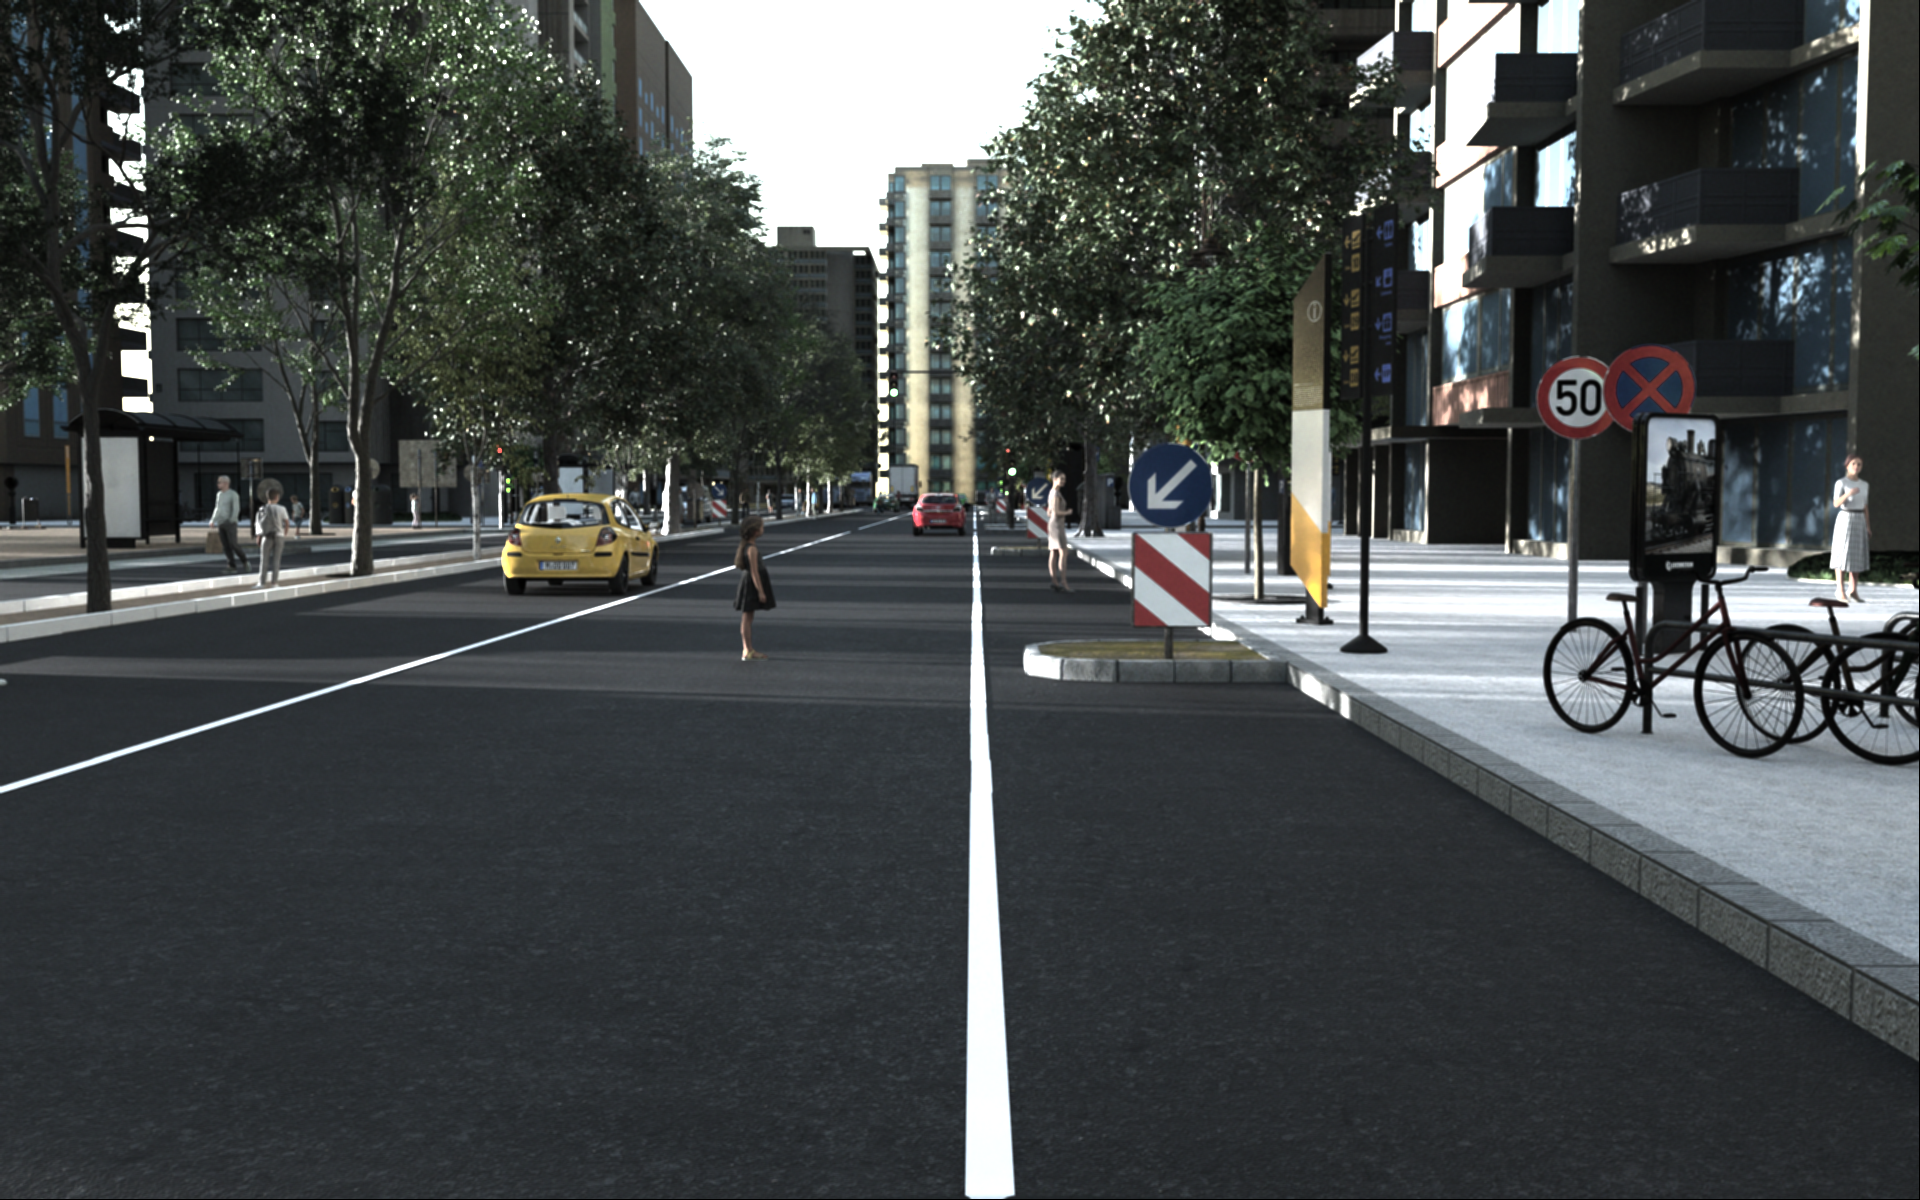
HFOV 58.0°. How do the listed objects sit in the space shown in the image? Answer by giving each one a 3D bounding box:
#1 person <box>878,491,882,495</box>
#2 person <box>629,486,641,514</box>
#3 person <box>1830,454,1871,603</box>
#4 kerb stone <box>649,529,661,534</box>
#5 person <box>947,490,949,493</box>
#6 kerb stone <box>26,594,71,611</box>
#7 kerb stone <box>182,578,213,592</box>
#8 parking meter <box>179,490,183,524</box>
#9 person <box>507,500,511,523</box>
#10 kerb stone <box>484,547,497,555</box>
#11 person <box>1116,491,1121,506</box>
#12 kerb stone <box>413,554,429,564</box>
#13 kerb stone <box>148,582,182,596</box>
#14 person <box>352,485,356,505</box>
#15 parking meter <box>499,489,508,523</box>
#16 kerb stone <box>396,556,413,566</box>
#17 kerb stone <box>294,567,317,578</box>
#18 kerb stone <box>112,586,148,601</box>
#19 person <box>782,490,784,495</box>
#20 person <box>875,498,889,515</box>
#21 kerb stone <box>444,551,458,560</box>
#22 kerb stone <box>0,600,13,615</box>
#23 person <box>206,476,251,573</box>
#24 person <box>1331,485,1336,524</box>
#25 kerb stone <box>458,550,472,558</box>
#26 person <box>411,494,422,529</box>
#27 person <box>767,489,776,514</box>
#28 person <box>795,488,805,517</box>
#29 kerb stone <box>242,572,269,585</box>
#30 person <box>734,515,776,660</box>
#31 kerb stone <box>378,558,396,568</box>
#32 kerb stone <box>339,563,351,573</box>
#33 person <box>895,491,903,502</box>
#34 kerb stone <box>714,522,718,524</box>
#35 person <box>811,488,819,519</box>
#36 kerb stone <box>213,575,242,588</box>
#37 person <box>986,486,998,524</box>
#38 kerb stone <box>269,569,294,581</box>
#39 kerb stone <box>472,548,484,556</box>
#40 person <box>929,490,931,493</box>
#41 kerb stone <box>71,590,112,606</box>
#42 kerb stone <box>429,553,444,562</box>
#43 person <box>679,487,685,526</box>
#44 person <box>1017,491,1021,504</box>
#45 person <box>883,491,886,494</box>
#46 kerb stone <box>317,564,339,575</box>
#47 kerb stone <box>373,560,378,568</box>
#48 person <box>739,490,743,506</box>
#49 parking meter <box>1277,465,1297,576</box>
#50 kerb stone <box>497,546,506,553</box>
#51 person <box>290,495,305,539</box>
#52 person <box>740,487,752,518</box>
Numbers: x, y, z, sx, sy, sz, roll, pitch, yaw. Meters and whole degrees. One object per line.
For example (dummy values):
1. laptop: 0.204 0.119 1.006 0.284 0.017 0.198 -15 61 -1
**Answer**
1. person: -7.643 -9.644 166.855 0.551 1.740 0.621 2 4 24
2. person: -16.991 -5.024 90.486 0.661 1.843 0.795 -2 4 -24
3. person: 10.572 -0.847 20.455 0.480 1.755 0.524 -1 4 -12
4. kerb stone: -11.026 -2.462 62.452 0.120 0.150 1.000 0 4 0
5. person: -1.260 -10.201 175.268 1.348 1.826 0.705 2 4 27
6. kerb stone: -11.367 0.045 21.456 0.120 0.150 1.000 0 4 0
7. kerb stone: -11.334 -0.204 25.555 0.120 0.150 1.000 0 4 0
8. parking meter: -33.464 -4.016 74.076 0.372 1.533 0.369 0 3 0
9. person: -20.428 -4.079 77.754 0.505 1.210 0.382 -1 4 -22
10. kerb stone: -11.206 -1.141 40.918 0.120 0.150 1.000 0 4 0
11. person: 10.433 -6.651 114.969 0.590 1.801 0.661 -1 4 -14
12. kerb stone: -11.250 -0.827 35.799 0.120 0.150 1.000 0 4 0
13. kerb stone: -11.342 -0.138 24.526 0.120 0.150 1.000 0 4 0
14. person: -20.408 -3.167 58.825 0.512 1.701 0.522 2 4 23
15. parking meter: -20.168 -4.163 76.469 0.372 1.533 0.369 0 3 0
16. kerb stone: -11.259 -0.767 34.777 0.120 0.150 1.000 0 4 0
17. kerb stone: -11.300 -0.456 29.657 0.120 0.150 1.000 0 4 0
18. kerb stone: -11.351 -0.072 23.500 0.120 0.150 1.000 0 4 0
19. person: -20.202 -11.670 197.572 0.721 1.743 1.217 1 4 17
20. person: -5.311 -6.330 117.501 1.012 1.151 0.738 0 4 -3
21. kerb stone: -11.231 -0.957 37.842 0.120 0.150 1.000 0 4 0
22. kerb stone: -11.381 0.108 20.429 0.120 0.150 1.000 0 4 0
23. person: -13.339 -1.377 31.495 0.782 1.767 0.515 2 4 29
24. person: 15.884 -4.171 74.259 0.654 1.822 0.581 -3 4 -38
25. kerb stone: -11.224 -1.019 38.864 0.120 0.150 1.000 0 4 0
26. person: -20.032 -3.272 63.812 0.394 1.301 0.425 -2 4 -25
27. person: -13.798 -7.208 126.714 0.716 1.782 0.532 -1 4 -14
28. person: -9.785 -6.000 106.586 0.794 1.824 0.713 1 4 20
29. kerb stone: -11.317 -0.329 27.614 0.120 0.150 1.000 0 4 0
30. person: -1.782 -0.116 15.059 0.373 1.253 0.362 -1 4 -9
31. kerb stone: -11.273 -0.707 33.748 0.120 0.150 1.000 0 4 0
32. kerb stone: -11.280 -0.582 31.704 0.120 0.150 1.000 0 4 0
33. person: -5.770 -9.244 160.363 1.217 1.743 0.721 3 4 36
34. kerb stone: -10.913 -3.308 76.317 0.120 0.150 1.000 0 4 0
35. person: -8.220 -5.476 98.379 0.444 1.785 0.601 0 4 4
36. kerb stone: -11.326 -0.268 26.582 0.120 0.150 1.000 0 4 0
37. person: 1.580 -4.565 83.342 0.606 1.804 0.583 -2 4 -35
38. kerb stone: -11.304 -0.394 28.636 0.120 0.150 1.000 0 4 0
39. kerb stone: -11.218 -1.078 39.896 0.120 0.150 1.000 0 4 0
40. person: -3.050 -10.189 175.109 1.348 1.822 0.705 -2 4 -27
41. kerb stone: -11.355 -0.016 22.478 0.120 0.150 1.000 0 4 0
42. kerb stone: -11.243 -0.894 36.820 0.120 0.150 1.000 0 4 0
43. person: -12.526 -4.164 77.331 0.466 1.731 0.760 0 4 7
44. person: 7.531 -13.248 223.095 0.683 1.767 0.568 3 4 37
45. person: -8.320 -11.221 191.979 1.348 1.822 0.705 0 4 5
46. kerb stone: -11.290 -0.519 30.682 0.120 0.150 1.000 0 4 0
47. kerb stone: -11.271 -0.644 32.726 0.120 0.150 1.000 0 4 0
48. person: -23.836 -11.173 189.164 0.568 1.767 0.683 -2 4 -32
49. parking meter: 5.203 -1.325 27.377 0.255 1.863 0.399 -1 4 -10
50. kerb stone: -11.196 -1.208 41.939 0.120 0.150 1.000 0 4 0
51. person: -18.995 -2.382 49.668 0.352 1.250 0.332 -2 4 -33
52. person: -12.725 -5.790 103.071 0.656 1.842 0.836 -2 4 -32
